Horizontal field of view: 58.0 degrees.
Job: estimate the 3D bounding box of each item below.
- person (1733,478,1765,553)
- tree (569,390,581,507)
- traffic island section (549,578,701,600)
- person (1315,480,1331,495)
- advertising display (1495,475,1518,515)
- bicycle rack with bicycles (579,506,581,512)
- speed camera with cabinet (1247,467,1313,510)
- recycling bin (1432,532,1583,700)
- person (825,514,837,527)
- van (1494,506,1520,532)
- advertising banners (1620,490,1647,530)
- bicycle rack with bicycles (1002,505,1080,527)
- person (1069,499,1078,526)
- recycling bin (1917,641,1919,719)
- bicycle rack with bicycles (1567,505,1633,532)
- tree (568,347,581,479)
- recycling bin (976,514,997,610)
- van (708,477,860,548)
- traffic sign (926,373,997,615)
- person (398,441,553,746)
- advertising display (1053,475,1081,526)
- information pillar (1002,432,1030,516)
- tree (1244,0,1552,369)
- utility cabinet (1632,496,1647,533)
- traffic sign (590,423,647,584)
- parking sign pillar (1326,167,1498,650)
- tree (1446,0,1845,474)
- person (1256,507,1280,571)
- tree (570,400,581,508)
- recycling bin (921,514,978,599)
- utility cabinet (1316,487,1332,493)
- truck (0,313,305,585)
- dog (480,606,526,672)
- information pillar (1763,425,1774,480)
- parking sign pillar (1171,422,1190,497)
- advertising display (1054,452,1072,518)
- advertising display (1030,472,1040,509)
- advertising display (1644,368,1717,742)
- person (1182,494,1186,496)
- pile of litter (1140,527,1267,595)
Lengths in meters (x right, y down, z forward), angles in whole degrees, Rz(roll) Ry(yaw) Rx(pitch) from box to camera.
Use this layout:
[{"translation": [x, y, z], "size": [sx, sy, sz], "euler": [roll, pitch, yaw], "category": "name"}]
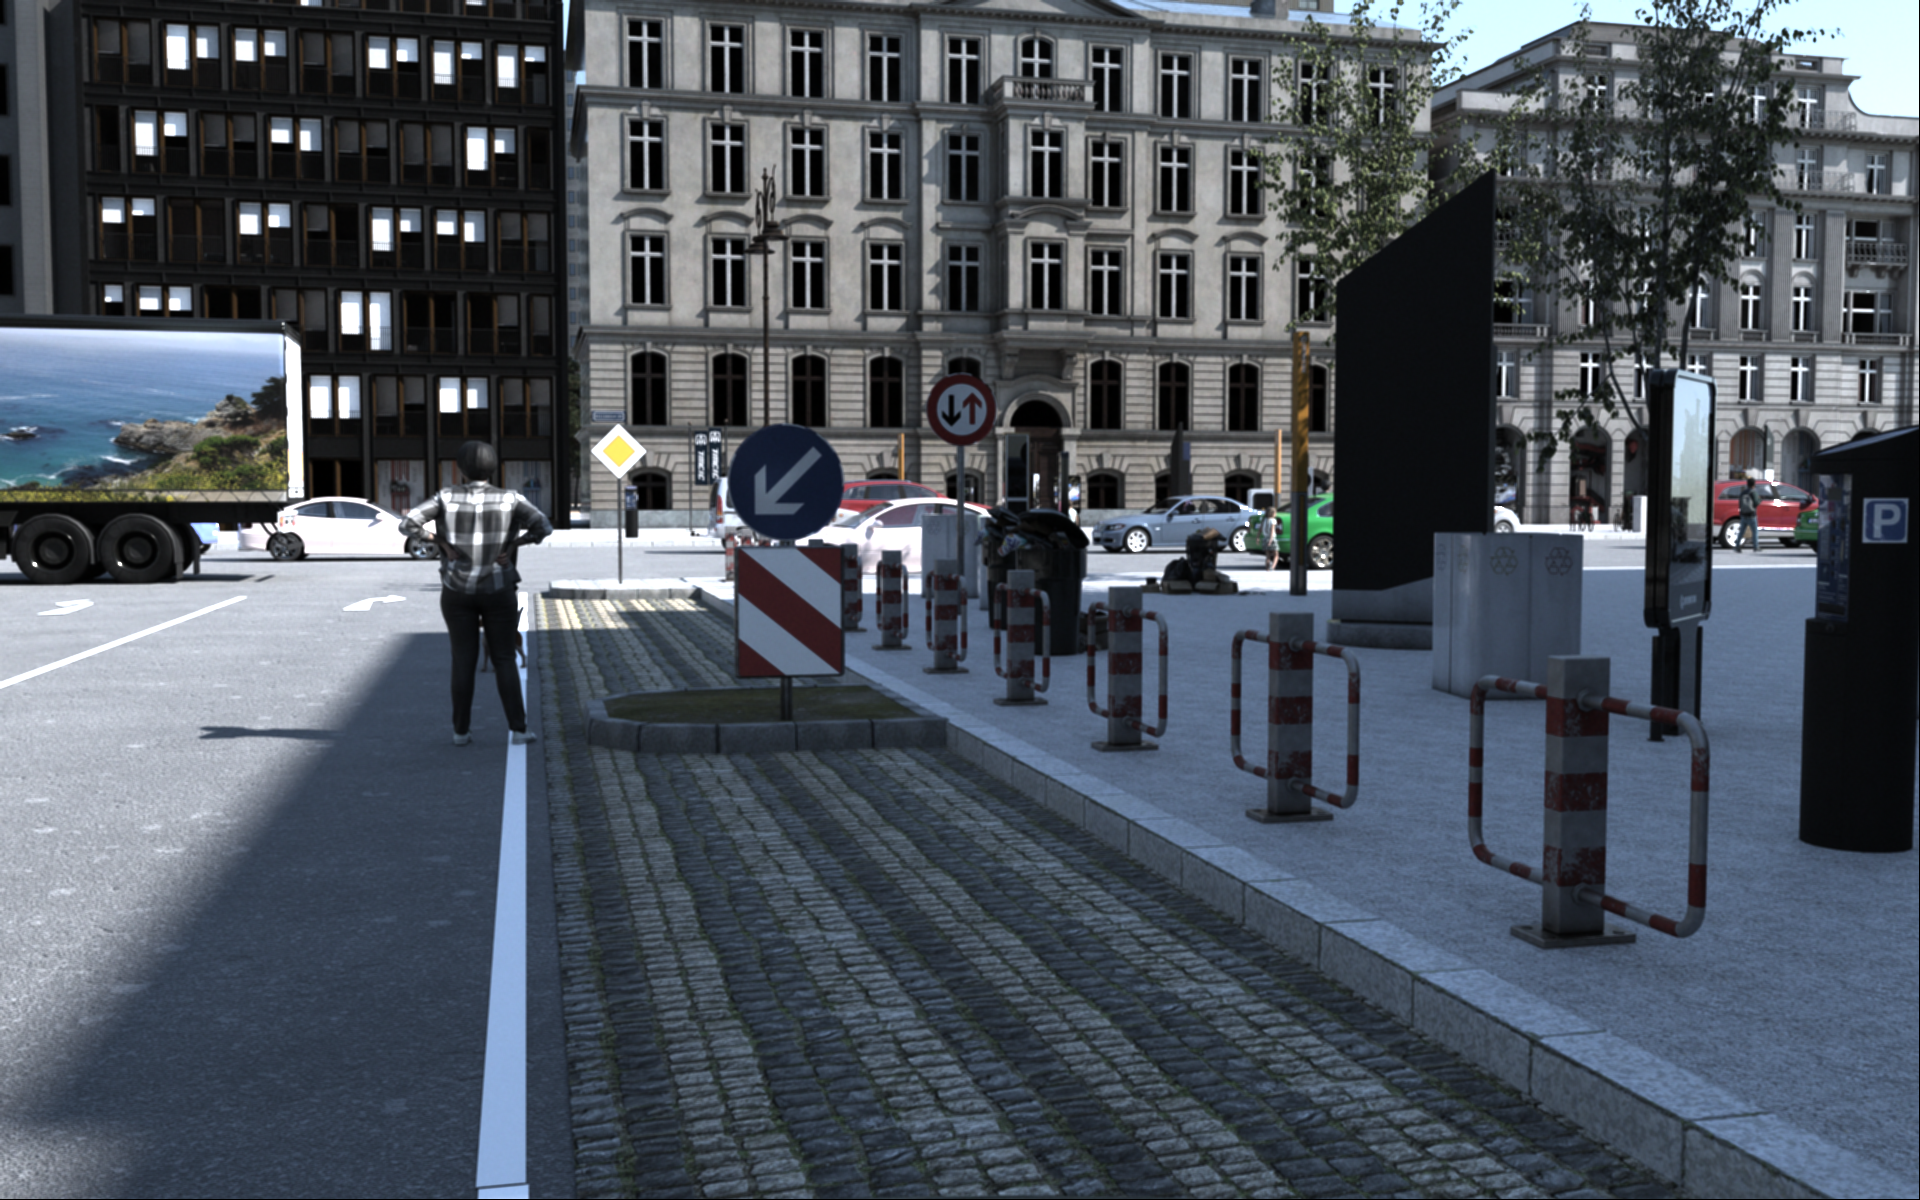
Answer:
[{"translation": [19.087, -2.046, 41.933], "size": [0.713, 1.824, 0.794], "euler": [0, 4, -2], "category": "person"}, {"translation": [-38.861, -16.226, 172.717], "size": [7.806, 13.903, 7.818], "euler": [0, 3, 0], "category": "tree"}, {"translation": [-4.815, -0.147, 24.677], "size": [2.009, 0.180, 2.903], "euler": [-1, 4, -14], "category": "traffic island section"}, {"translation": [7.796, -1.707, 37.130], "size": [0.376, 1.734, 0.841], "euler": [-1, 4, -18], "category": "person"}, {"translation": [18.093, -3.212, 57.723], "size": [0.974, 1.923, 0.123], "euler": [3, 4, 36], "category": "advertising display"}, {"translation": [-22.808, -5.902, 109.878], "size": [2.925, 0.926, 2.852], "euler": [-1, 4, -18], "category": "bicycle rack with bicycles"}, {"translation": [10.341, -3.767, 55.930], "size": [2.038, 3.252, 0.660], "euler": [0, 4, 4], "category": "speed camera with cabinet"}, {"translation": [3.501, 0.088, 11.116], "size": [0.722, 1.027, 0.722], "euler": [0, 4, -6], "category": "recycling bin"}, {"translation": [-3.179, -1.871, 39.491], "size": [0.661, 1.777, 0.834], "euler": [1, 4, 22], "category": "person"}, {"translation": [14.555, -2.718, 51.453], "size": [4.112, 2.044, 2.013], "euler": [-1, 4, -12], "category": "van"}, {"translation": [24.583, -4.003, 61.641], "size": [2.074, 3.025, 0.090], "euler": [3, 5, 43], "category": "advertising banners"}, {"translation": [2.630, -2.619, 56.208], "size": [2.852, 0.926, 2.925], "euler": [-2, 4, -29], "category": "bicycle rack with bicycles"}, {"translation": [2.733, -1.804, 42.245], "size": [0.590, 1.304, 0.306], "euler": [2, 4, 34], "category": "person"}, {"translation": [5.722, 0.152, 10.074], "size": [0.722, 1.027, 0.722], "euler": [3, 5, 43], "category": "recycling bin"}, {"translation": [22.038, -2.832, 59.681], "size": [2.852, 0.926, 2.925], "euler": [2, 4, 26], "category": "bicycle rack with bicycles"}, {"translation": [-26.548, -12.276, 122.767], "size": [6.751, 12.117, 7.091], "euler": [0, 3, 0], "category": "tree"}, {"translation": [0.657, -0.413, 19.310], "size": [0.722, 1.027, 0.722], "euler": [1, 4, 19], "category": "recycling bin"}, {"translation": [-4.093, -2.164, 42.387], "size": [4.112, 2.044, 2.013], "euler": [-1, 4, -15], "category": "van"}, {"translation": [0.008, -1.114, 18.326], "size": [0.768, 2.556, 0.104], "euler": [-1, 4, -14], "category": "traffic sign"}, {"translation": [-2.740, -0.041, 9.888], "size": [0.841, 1.734, 0.376], "euler": [-1, 4, -8], "category": "person"}, {"translation": [3.686, -3.343, 59.875], "size": [0.974, 1.923, 0.123], "euler": [-1, 4, -9], "category": "advertising display"}, {"translation": [0.672, -0.998, 20.813], "size": [0.304, 2.012, 0.304], "euler": [0, 4, -4], "category": "information pillar"}, {"translation": [6.064, -4.556, 24.857], "size": [4.737, 8.622, 4.395], "euler": [0, 3, 0], "category": "tree"}, {"translation": [22.917, -2.871, 58.098], "size": [0.306, 1.237, 1.020], "euler": [3, 5, 43], "category": "utility cabinet"}, {"translation": [-4.836, -1.281, 24.594], "size": [0.795, 2.450, 0.064], "euler": [-1, 4, -14], "category": "traffic sign"}, {"translation": [3.896, -1.612, 14.830], "size": [1.447, 3.967, 1.447], "euler": [2, 4, 25], "category": "parking sign pillar"}, {"translation": [8.037, -4.259, 20.001], "size": [4.360, 8.622, 3.978], "euler": [0, 3, 0], "category": "tree"}, {"translation": [5.271, -0.998, 29.826], "size": [0.382, 1.210, 0.505], "euler": [-3, 5, -42], "category": "person"}, {"translation": [-34.810, -13.651, 157.605], "size": [7.601, 10.594, 8.767], "euler": [2, 4, 28], "category": "tree"}, {"translation": [-0.055, -0.556, 21.645], "size": [0.722, 1.027, 0.722], "euler": [1, 4, 14], "category": "recycling bin"}, {"translation": [11.511, -2.820, 54.780], "size": [0.318, 1.500, 1.173], "euler": [0, 4, 1], "category": "utility cabinet"}, {"translation": [-16.570, -2.370, 27.666], "size": [11.283, 4.237, 2.839], "euler": [-1, 4, -15], "category": "truck"}, {"translation": [-3.721, 0.316, 14.114], "size": [0.406, 0.507, 0.540], "euler": [-1, 4, -21], "category": "dog"}, {"translation": [27.489, -4.133, 58.926], "size": [0.504, 3.616, 0.183], "euler": [-2, 4, -35], "category": "information pillar"}, {"translation": [8.306, -4.704, 65.382], "size": [1.447, 3.967, 1.447], "euler": [0, 4, -7], "category": "parking sign pillar"}, {"translation": [1.589, -1.319, 26.772], "size": [0.123, 1.923, 0.974], "euler": [0, 4, 0], "category": "advertising display"}, {"translation": [2.248, -2.866, 52.079], "size": [0.123, 1.923, 0.974], "euler": [1, 4, 13], "category": "advertising display"}, {"translation": [3.865, -0.250, 9.294], "size": [0.123, 1.923, 0.974], "euler": [2, 4, 35], "category": "advertising display"}, {"translation": [6.536, -2.351, 50.172], "size": [0.421, 1.427, 0.697], "euler": [1, 4, 17], "category": "person"}, {"translation": [3.079, -0.518, 22.428], "size": [1.176, 0.858, 1.719], "euler": [-3, 5, -45], "category": "pile of litter"}]
